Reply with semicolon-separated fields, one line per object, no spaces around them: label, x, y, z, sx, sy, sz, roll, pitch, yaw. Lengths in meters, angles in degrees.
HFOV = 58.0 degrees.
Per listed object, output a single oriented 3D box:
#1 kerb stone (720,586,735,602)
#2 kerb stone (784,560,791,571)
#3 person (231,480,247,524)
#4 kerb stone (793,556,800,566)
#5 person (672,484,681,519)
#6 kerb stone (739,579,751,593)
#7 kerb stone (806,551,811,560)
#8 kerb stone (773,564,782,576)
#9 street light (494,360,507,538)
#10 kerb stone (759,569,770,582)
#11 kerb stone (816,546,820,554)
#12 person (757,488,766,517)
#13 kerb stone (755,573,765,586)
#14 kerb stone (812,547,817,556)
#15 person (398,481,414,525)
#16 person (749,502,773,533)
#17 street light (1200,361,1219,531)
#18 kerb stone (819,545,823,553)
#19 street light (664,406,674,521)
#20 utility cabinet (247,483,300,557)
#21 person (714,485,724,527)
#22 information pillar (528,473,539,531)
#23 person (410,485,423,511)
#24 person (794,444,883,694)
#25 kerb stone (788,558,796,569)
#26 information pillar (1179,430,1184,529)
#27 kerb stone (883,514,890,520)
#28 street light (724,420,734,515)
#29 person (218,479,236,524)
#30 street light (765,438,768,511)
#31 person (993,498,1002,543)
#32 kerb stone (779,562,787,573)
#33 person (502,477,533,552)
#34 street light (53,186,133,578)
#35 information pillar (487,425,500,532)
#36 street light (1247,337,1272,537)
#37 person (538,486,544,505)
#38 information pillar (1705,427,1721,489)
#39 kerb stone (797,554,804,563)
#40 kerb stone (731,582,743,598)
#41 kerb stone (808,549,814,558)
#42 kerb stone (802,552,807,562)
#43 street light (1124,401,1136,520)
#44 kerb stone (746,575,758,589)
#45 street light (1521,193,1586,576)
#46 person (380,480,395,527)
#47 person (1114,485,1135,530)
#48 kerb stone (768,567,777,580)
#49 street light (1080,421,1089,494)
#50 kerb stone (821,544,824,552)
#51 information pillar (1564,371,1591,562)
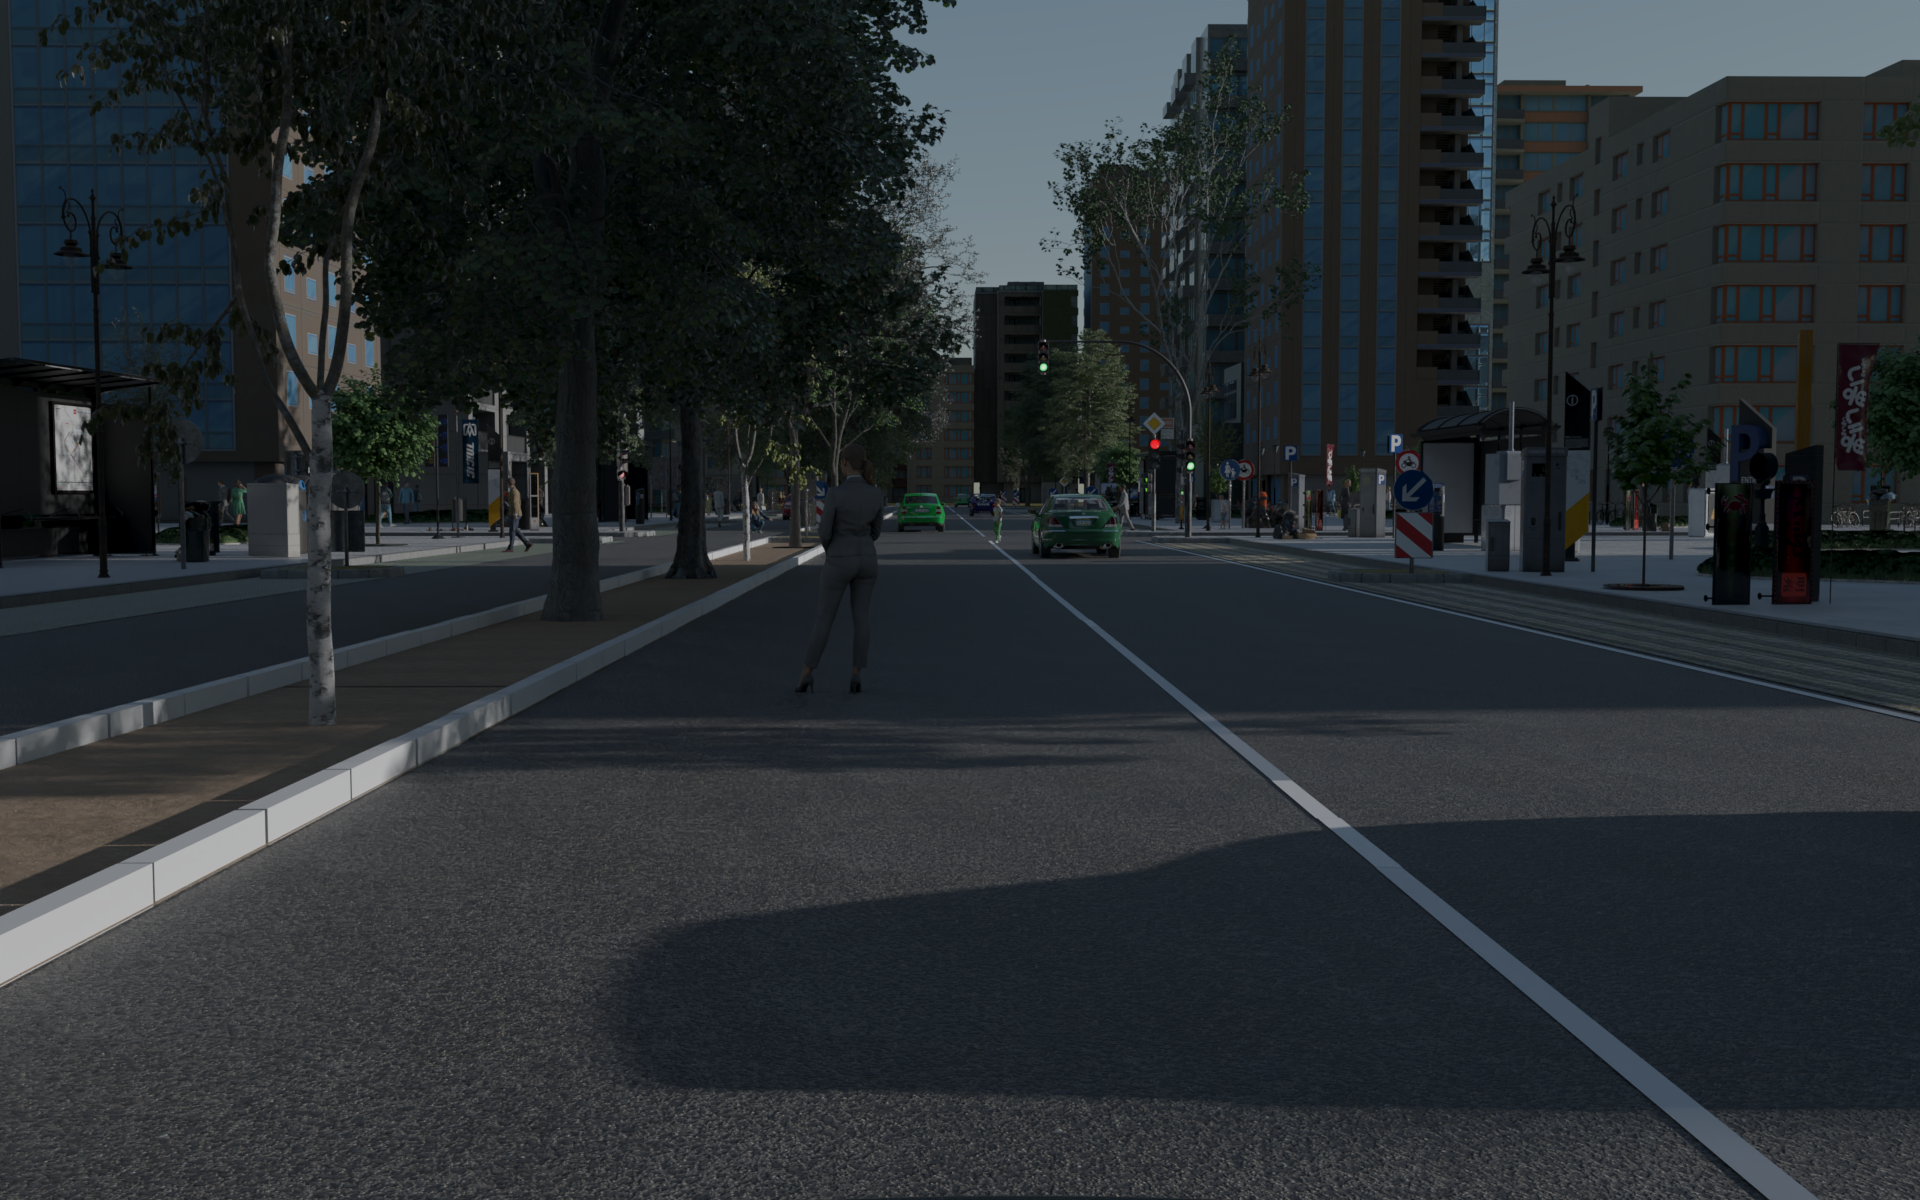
kerb stone;-3.134;-0.044;22.919;0.120;0.150;1.000;0;4;-1
kerb stone;-3.283;-0.608;32.130;0.120;0.150;1.000;0;4;-1
person;-25.530;-3.360;61.232;0.600;1.795;0.529;1;4;9
kerb stone;-3.310;-0.733;34.180;0.120;0.150;1.000;0;4;-1
person;-14.555;-5.060;89.119;0.623;1.781;0.721;3;4;37
kerb stone;-3.168;-0.169;24.964;0.120;0.150;1.000;0;4;-1
kerb stone;-3.357;-0.916;37.254;0.120;0.150;1.000;0;4;-1
kerb stone;-3.244;-0.482;30.083;0.120;0.150;1.000;0;4;-1
street light;-13.391;-4.752;50.486;0.468;5.910;1.993;0;4;-1
kerb stone;-3.219;-0.357;28.035;0.120;0.150;1.000;0;4;-1
kerb stone;-3.410;-1.109;40.323;0.120;0.150;1.000;0;4;-1
person;-12.227;-5.932;105.842;0.694;1.780;0.624;3;5;39
kerb stone;-3.197;-0.289;27.008;0.120;0.150;1.000;0;4;-1
kerb stone;-3.394;-1.044;39.297;0.120;0.150;1.000;0;4;-1
person;-23.322;-4.111;73.126;0.638;1.841;0.748;1;4;16
person;-7.393;-3.041;63.712;1.012;1.151;0.738;-1;4;-21
street light;8.678;-5.359;60.403;0.468;5.910;1.993;0;4;-1
kerb stone;-3.420;-1.170;41.349;0.120;0.150;1.000;0;4;-1
street light;-13.968;-6.772;83.513;0.468;5.910;1.993;0;4;-1
utility cabinet;-13.850;-1.607;34.958;1.173;1.500;0.318;2;4;29
person;-10.353;-4.038;74.396;0.514;1.842;0.818;0;4;8
information pillar;-14.923;-3.434;60.644;0.304;2.012;0.304;-1;4;-21
person;-28.443;-5.155;90.668;0.623;1.781;0.721;-2;4;-35
person;-0.872;-0.229;12.511;0.573;1.790;0.520;3;5;42
kerb stone;-3.294;-0.671;33.159;0.120;0.150;1.000;0;4;-1
information pillar;8.049;-4.373;62.854;0.183;3.616;0.504;0;4;6
kerb stone;-4.430;-5.033;104.481;0.120;0.150;1.000;0;4;-1
street light;-14.362;-8.244;107.584;0.468;5.910;1.993;0;4;-1
person;-27.581;-3.604;64.939;0.822;1.834;0.622;0;4;-4
street light;-14.720;-9.743;132.083;0.468;5.910;1.993;0;4;-1
person;1.119;-2.338;50.968;0.306;1.304;0.590;1;4;20
kerb stone;-3.261;-0.545;31.108;0.120;0.150;1.000;0;4;-1
person;-10.905;-2.085;42.497;0.836;1.842;0.656;-3;4;-38
street light;-13.143;-3.280;26.412;0.468;5.910;1.993;0;4;-1
information pillar;-15.711;-4.108;58.516;0.504;3.616;0.183;-1;4;-8
street light;8.817;-4.788;51.076;0.468;5.910;1.993;0;4;-1
person;-24.988;-5.895;102.759;0.599;1.781;0.374;1;4;19
information pillar;26.363;-4.240;60.673;0.504;3.616;0.183;0;4;4
kerb stone;-3.326;-0.796;35.202;0.120;0.150;1.000;0;4;-1
kerb stone;-3.147;-0.107;23.943;0.120;0.150;1.000;0;4;-1
kerb stone;-3.376;-0.983;38.275;0.120;0.150;1.000;0;4;-1
kerb stone;-3.346;-0.854;36.224;0.120;0.150;1.000;0;4;-1
street light;8.302;-6.846;84.716;0.468;5.910;1.993;0;4;-1
kerb stone;-3.183;-0.232;25.986;0.120;0.150;1.000;0;4;-1
street light;9.197;-3.316;27.004;0.468;5.910;1.993;0;4;-1
person;-22.284;-3.733;67.065;0.794;1.824;0.713;2;4;32
person;6.209;-3.465;65.422;0.850;1.792;0.678;0;4;7
kerb stone;-3.227;-0.413;29.061;0.120;0.150;1.000;0;4;-1
street light;7.865;-8.355;109.397;0.468;5.910;1.993;0;4;-1
kerb stone;-3.438;-1.234;42.375;0.120;0.150;1.000;0;4;-1
information pillar;11.702;-2.541;32.902;0.504;3.616;0.183;2;4;31
